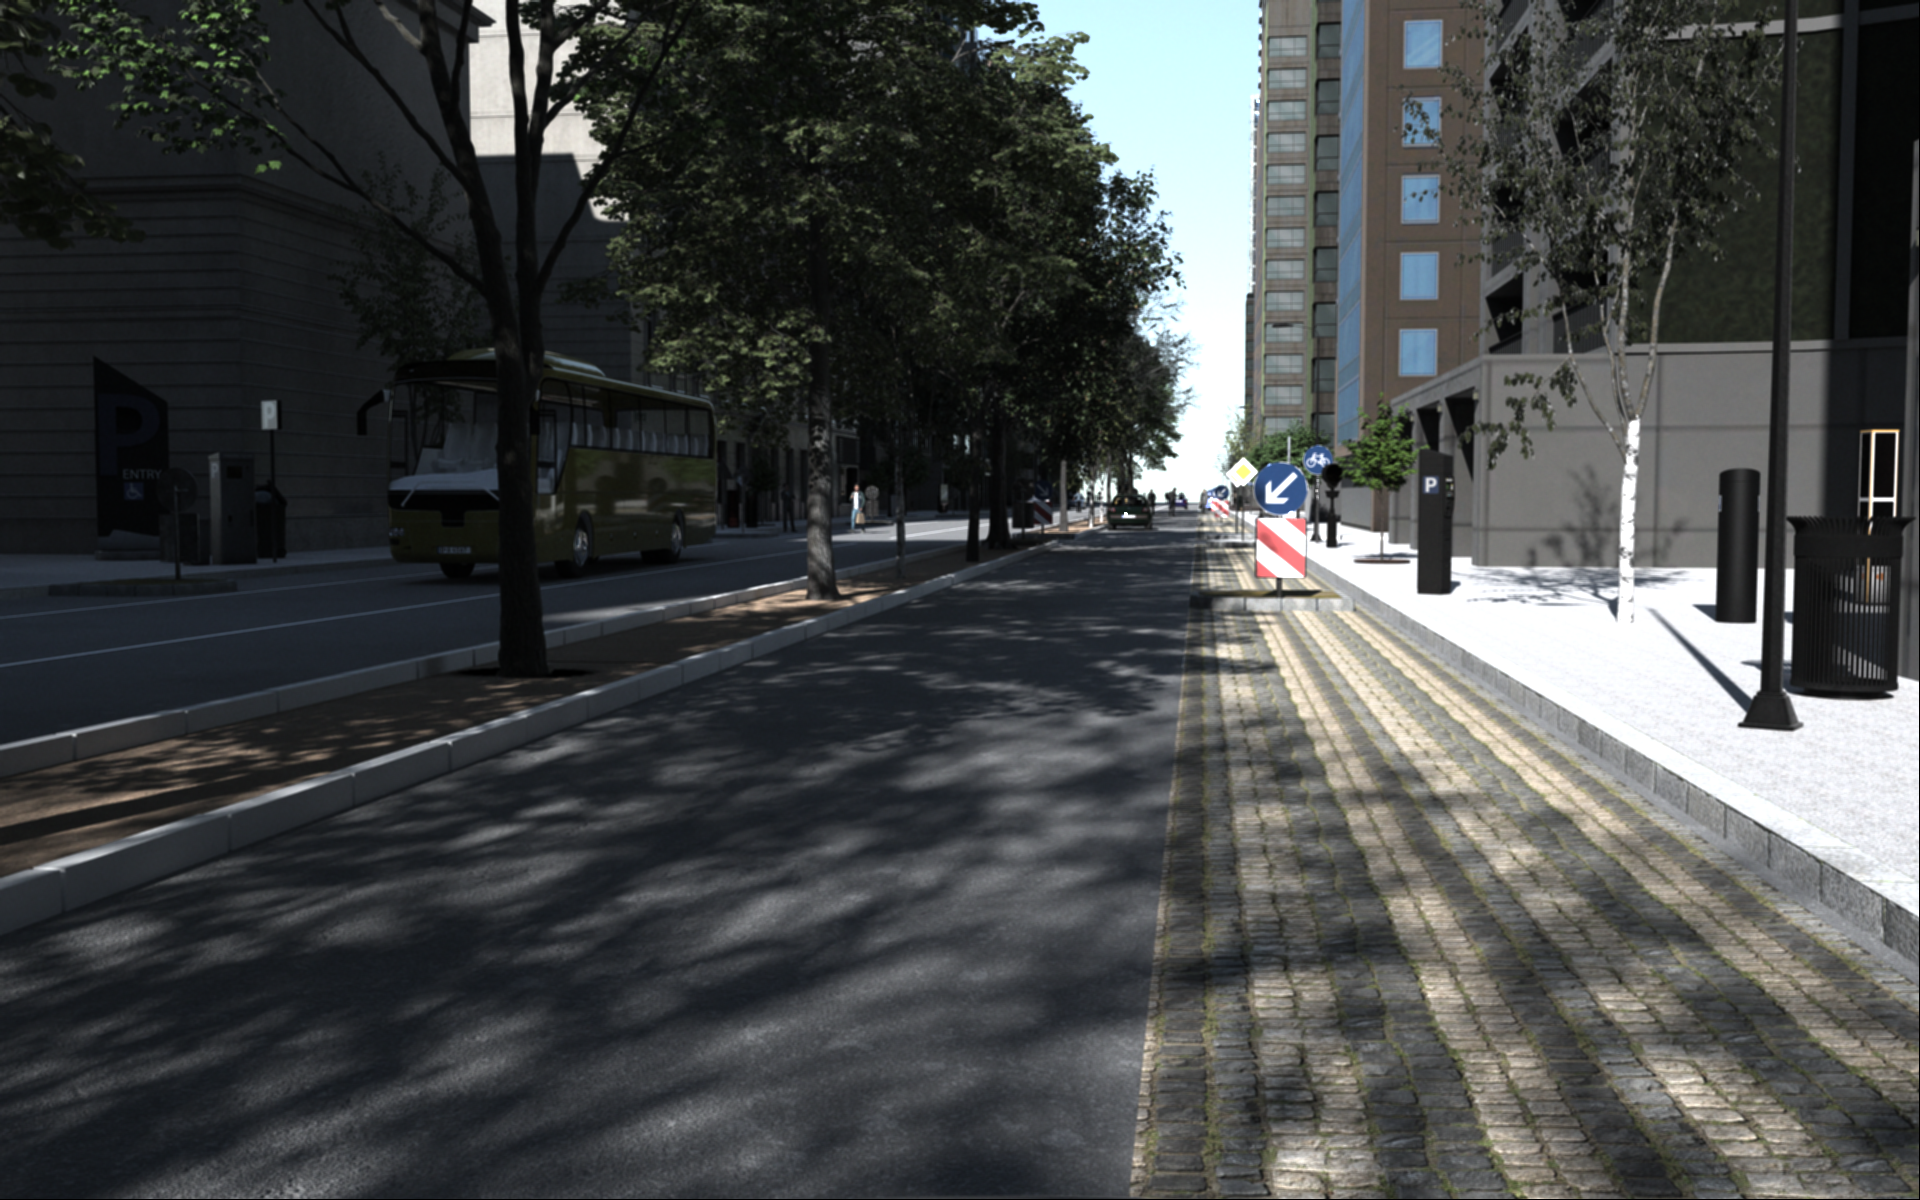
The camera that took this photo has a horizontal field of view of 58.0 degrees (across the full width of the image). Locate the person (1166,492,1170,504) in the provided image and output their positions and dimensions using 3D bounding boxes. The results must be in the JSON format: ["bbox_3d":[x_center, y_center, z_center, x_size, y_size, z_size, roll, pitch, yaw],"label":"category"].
[{"bbox_3d":[28.840,-14.022,238.470,1.217,1.736,0.721,-3,5,-41],"label":"person"}]

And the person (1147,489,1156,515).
[{"bbox_3d":[12.988,-6.668,117.918,0.661,1.777,0.834,-1,4,-23],"label":"person"}]

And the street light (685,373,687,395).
[{"bbox_3d":[-8.595,-5.207,57.679,1.470,5.913,1.316,0,4,8],"label":"street light"}]

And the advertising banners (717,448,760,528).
[{"bbox_3d":[-8.628,-4.272,66.036,2.074,3.025,0.090,1,4,15],"label":"advertising banners"}]

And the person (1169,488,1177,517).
[{"bbox_3d":[13.606,-6.255,110.581,0.447,1.846,0.655,-3,4,-38],"label":"person"}]

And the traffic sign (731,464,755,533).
[{"bbox_3d":[-7.204,-3.293,57.489,0.795,2.450,0.064,0,4,8],"label":"traffic sign"}]

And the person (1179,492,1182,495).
[{"bbox_3d":[30.739,-14.223,241.767,1.217,1.735,0.721,-1,4,-12],"label":"person"}]

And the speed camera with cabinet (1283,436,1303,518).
[{"bbox_3d":[11.241,-3.935,58.671,0.660,3.252,2.038,1,4,18],"label":"speed camera with cabinet"}]

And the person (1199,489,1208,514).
[{"bbox_3d":[17.803,-7.217,126.596,0.694,1.812,0.767,2,4,25],"label":"person"}]

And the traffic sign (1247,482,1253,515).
[{"bbox_3d":[18.217,-6.626,108.444,0.768,2.556,0.104,1,4,17],"label":"traffic sign"}]

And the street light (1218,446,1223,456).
[{"bbox_3d":[25.947,-11.917,167.390,1.470,5.913,1.316,0,4,8],"label":"street light"}]

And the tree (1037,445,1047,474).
[{"bbox_3d":[5.150,-12.849,160.449,4.360,8.622,3.978,0,3,0],"label":"tree"}]

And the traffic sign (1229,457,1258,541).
[{"bbox_3d":[7.739,-2.673,47.344,0.795,2.450,0.064,0,4,8],"label":"traffic sign"}]

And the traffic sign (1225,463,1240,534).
[{"bbox_3d":[8.835,-3.157,55.254,0.795,2.450,0.064,0,4,8],"label":"traffic sign"}]

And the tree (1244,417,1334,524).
[{"bbox_3d":[14.381,-5.508,73.777,4.285,4.588,4.351,0,3,0],"label":"tree"}]

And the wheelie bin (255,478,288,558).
[{"bbox_3d":[-13.859,-1.642,34.749,0.693,1.594,0.980,-2,4,-23],"label":"wheelie bin"}]

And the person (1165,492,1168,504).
[{"bbox_3d":[29.393,-14.489,245.839,0.683,1.767,0.568,0,4,6],"label":"person"}]

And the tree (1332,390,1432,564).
[{"bbox_3d":[7.895,-2.313,32.426,1.663,3.219,1.824,0,3,0],"label":"tree"}]

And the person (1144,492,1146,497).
[{"bbox_3d":[28.677,-15.839,268.193,0.721,1.735,1.217,0,4,-7],"label":"person"}]

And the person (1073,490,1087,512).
[{"bbox_3d":[9.360,-7.800,136.015,1.348,1.826,0.705,-2,4,-35],"label":"person"}]

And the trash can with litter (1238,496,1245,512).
[{"bbox_3d":[20.771,-7.109,127.619,0.624,1.170,1.055,-1,4,-10],"label":"trash can with litter"}]

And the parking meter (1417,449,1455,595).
[{"bbox_3d":[6.101,-1.008,22.197,0.399,1.863,0.255,3,5,43],"label":"parking meter"}]

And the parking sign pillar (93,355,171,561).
[{"bbox_3d":[-16.192,-2.779,33.902,1.447,3.967,1.447,-2,4,-24],"label":"parking sign pillar"}]

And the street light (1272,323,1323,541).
[{"bbox_3d":[9.165,-4.560,47.098,1.470,5.913,1.316,0,4,8],"label":"street light"}]

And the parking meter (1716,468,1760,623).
[{"bbox_3d":[7.781,-0.545,17.325,0.372,1.533,0.369,0,3,0],"label":"parking meter"}]

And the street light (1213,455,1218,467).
[{"bbox_3d":[31.060,-14.221,205.050,1.470,5.913,1.316,0,4,8],"label":"street light"}]

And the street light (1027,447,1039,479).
[{"bbox_3d":[7.202,-12.190,171.848,1.470,5.913,1.316,0,4,8],"label":"street light"}]

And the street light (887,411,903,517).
[{"bbox_3d":[-3.357,-7.542,95.846,1.470,5.913,1.316,0,4,8],"label":"street light"}]

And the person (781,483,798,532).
[{"bbox_3d":[-6.427,-3.479,65.184,0.655,1.846,0.447,-1,4,-23],"label":"person"}]

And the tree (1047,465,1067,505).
[{"bbox_3d":[10.979,-15.516,204.042,4.360,8.622,3.978,0,3,0],"label":"tree"}]

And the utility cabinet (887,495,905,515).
[{"bbox_3d":[-3.908,-5.789,105.817,1.020,1.237,0.306,-2,4,-24],"label":"utility cabinet"}]

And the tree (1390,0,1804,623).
[{"bbox_3d":[6.635,-4.095,17.312,4.360,8.622,3.978,0,3,0],"label":"tree"}]

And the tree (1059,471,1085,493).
[{"bbox_3d":[15.059,-15.240,232.892,4.285,4.588,4.351,0,3,0],"label":"tree"}]

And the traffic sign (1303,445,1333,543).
[{"bbox_3d":[9.365,-2.767,45.346,0.768,2.556,0.104,1,4,15],"label":"traffic sign"}]

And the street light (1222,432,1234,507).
[{"bbox_3d":[20.529,-9.578,129.135,1.470,5.913,1.316,0,4,8],"label":"street light"}]

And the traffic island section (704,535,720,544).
[{"bbox_3d":[-8.324,-1.674,49.645,2.009,0.180,2.903,0,4,8],"label":"traffic island section"}]

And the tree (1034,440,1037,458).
[{"bbox_3d":[3.756,-12.242,150.513,4.360,8.622,3.978,0,3,0],"label":"tree"}]

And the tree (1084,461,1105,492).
[{"bbox_3d":[21.547,-20.112,279.200,4.360,8.622,3.978,0,3,0],"label":"tree"}]

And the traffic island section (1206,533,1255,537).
[{"bbox_3d":[8.859,-2.021,55.328,2.009,0.180,2.903,0,4,8],"label":"traffic island section"}]

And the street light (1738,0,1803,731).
[{"bbox_3d":[3.937,-2.258,9.454,1.470,5.913,1.316,0,4,8],"label":"street light"}]

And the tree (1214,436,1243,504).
[{"bbox_3d":[33.860,-16.247,216.003,4.360,8.622,3.978,0,3,0],"label":"tree"}]

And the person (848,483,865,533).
[{"bbox_3d":[-3.681,-3.316,62.709,0.794,1.824,0.713,3,5,41],"label":"person"}]

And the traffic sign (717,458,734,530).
[{"bbox_3d":[-8.535,-3.808,62.266,0.884,2.594,0.081,1,4,16],"label":"traffic sign"}]

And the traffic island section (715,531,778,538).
[{"bbox_3d":[-7.228,-2.157,57.554,2.009,0.180,2.903,0,4,8],"label":"traffic island section"}]

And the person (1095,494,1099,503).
[{"bbox_3d":[20.125,-14.875,254.924,0.991,1.433,0.599,-3,4,-36],"label":"person"}]

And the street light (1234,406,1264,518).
[{"bbox_3d":[15.382,-7.275,91.479,1.470,5.913,1.316,0,4,8],"label":"street light"}]

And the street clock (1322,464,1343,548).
[{"bbox_3d":[8.905,-2.255,41.441,0.471,2.002,0.358,-1,4,-13],"label":"street clock"}]

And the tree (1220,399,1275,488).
[{"bbox_3d":[21.971,-11.166,132.925,4.737,8.622,4.395,0,3,0],"label":"tree"}]

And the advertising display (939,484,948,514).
[{"bbox_3d":[-1.077,-6.650,113.934,0.123,1.923,0.974,2,4,31],"label":"advertising display"}]

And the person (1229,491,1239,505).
[{"bbox_3d":[33.133,-12.239,208.612,1.348,1.823,0.705,1,4,11],"label":"person"}]

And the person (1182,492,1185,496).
[{"bbox_3d":[32.717,-15.032,255.096,0.721,1.723,1.217,-3,5,-44],"label":"person"}]

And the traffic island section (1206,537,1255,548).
[{"bbox_3d":[7.763,-1.537,47.418,2.009,0.180,2.903,0,4,8],"label":"traffic island section"}]

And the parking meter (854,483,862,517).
[{"bbox_3d":[-5.187,-5.045,88.205,0.399,1.863,0.255,-1,4,-12],"label":"parking meter"}]

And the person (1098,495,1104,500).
[{"bbox_3d":[16.420,-11.784,201.150,0.705,1.826,1.348,2,4,25],"label":"person"}]
